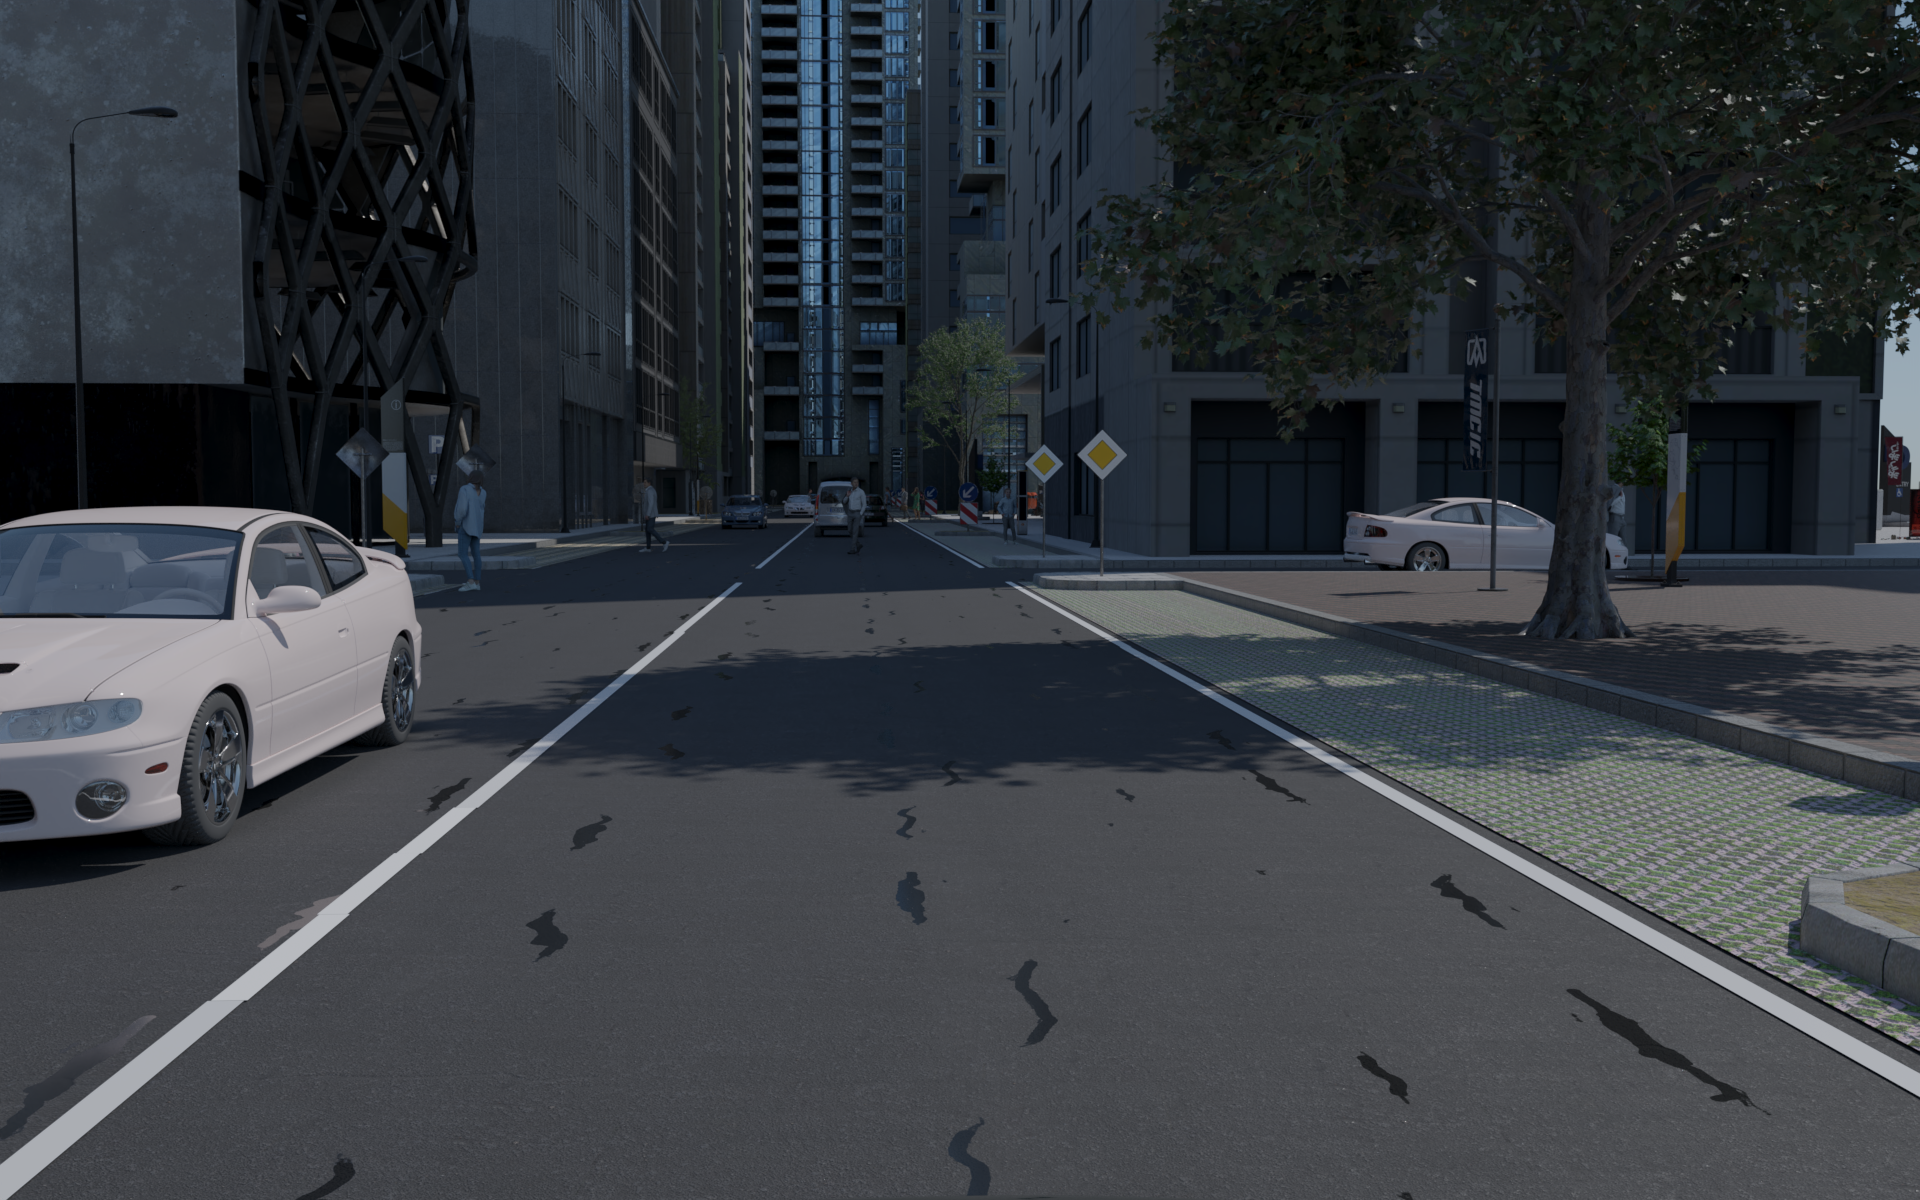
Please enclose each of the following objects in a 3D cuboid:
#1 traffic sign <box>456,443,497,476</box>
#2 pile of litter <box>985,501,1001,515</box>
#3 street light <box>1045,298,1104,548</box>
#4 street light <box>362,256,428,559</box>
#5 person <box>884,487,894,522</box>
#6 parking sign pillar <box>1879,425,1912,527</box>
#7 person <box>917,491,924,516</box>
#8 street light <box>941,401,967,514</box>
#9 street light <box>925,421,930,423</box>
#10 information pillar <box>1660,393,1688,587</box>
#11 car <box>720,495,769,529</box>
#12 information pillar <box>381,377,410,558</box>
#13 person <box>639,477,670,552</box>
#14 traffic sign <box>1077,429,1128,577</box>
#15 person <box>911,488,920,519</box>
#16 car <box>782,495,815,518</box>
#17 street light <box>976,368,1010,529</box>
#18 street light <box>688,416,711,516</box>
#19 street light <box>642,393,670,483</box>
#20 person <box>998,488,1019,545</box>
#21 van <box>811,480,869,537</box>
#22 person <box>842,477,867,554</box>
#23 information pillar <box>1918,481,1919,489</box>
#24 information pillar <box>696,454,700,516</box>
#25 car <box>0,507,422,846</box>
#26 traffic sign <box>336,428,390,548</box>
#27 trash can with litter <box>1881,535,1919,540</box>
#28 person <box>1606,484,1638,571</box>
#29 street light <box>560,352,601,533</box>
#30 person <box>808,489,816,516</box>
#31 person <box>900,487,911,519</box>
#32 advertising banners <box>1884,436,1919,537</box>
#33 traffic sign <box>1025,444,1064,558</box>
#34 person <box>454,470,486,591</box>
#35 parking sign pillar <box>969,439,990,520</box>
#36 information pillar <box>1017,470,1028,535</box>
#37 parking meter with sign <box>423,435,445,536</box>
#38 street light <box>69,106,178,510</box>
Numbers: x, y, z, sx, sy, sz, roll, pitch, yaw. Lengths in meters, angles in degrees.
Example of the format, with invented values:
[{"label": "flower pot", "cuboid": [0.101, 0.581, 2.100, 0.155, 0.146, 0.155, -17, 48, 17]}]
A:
[{"label": "traffic sign", "cuboid": [-9.533, -1.867, 34.161, 0.795, 2.450, 0.064, 0, 4, -4]}, {"label": "pile of litter", "cuboid": [2.081, -5.796, 108.722, 1.176, 0.858, 1.719, 1, 4, 16]}, {"label": "street light", "cuboid": [2.723, -4.202, 41.246, 1.470, 5.913, 1.316, 0, 4, -4]}, {"label": "street light", "cuboid": [-11.065, -3.752, 33.880, 1.470, 5.913, 1.316, 0, 4, -4]}, {"label": "person", "cuboid": [-3.604, -4.826, 87.498, 0.778, 1.811, 0.616, 3, 4, 38]}, {"label": "parking sign pillar", "cuboid": [36.609, -4.852, 67.794, 1.447, 3.967, 1.447, -2, 4, -25]}, {"label": "person", "cuboid": [-2.594, -6.177, 110.956, 0.593, 1.643, 0.415, -1, 4, -11]}, {"label": "street light", "cuboid": [-0.222, -6.996, 86.919, 1.470, 5.913, 1.316, 0, 4, -4]}, {"label": "street light", "cuboid": [-1.532, -8.402, 109.918, 1.470, 5.913, 1.316, 0, 4, -4]}, {"label": "information pillar", "cuboid": [9.858, -1.985, 23.816, 0.183, 3.616, 0.504, 0, 4, 3]}, {"label": "car", "cuboid": [-8.974, -3.687, 72.282, 2.014, 1.417, 4.499, 0, 4, -4]}, {"label": "information pillar", "cuboid": [-11.360, -2.658, 34.807, 0.504, 3.616, 0.183, 0, 4, 6]}, {"label": "person", "cuboid": [-7.539, -2.099, 42.662, 0.795, 1.843, 0.661, 0, 4, -1]}, {"label": "traffic sign", "cuboid": [2.202, -1.422, 26.891, 0.795, 2.450, 0.064, 0, 4, -4]}, {"label": "person", "cuboid": [-2.389, -5.338, 96.021, 0.529, 1.795, 0.600, -2, 4, -34]}, {"label": "car", "cuboid": [-9.931, -5.794, 107.099, 2.083, 1.381, 4.827, 0, 4, -5]}, {"label": "street light", "cuboid": [1.277, -5.599, 64.084, 1.470, 5.913, 1.316, 0, 4, -4]}, {"label": "street light", "cuboid": [-15.397, -7.950, 102.530, 1.470, 5.913, 1.316, 0, 4, -4]}, {"label": "street light", "cuboid": [-14.040, -6.553, 79.686, 1.470, 5.913, 1.316, 0, 4, -4]}, {"label": "person", "cuboid": [1.350, -2.344, 48.632, 0.589, 1.601, 0.330, 0, 4, -5]}, {"label": "van", "cuboid": [-4.101, -3.178, 58.967, 2.013, 2.044, 4.112, 0, 4, -3]}, {"label": "person", "cuboid": [-2.549, -2.016, 41.556, 0.679, 1.850, 0.850, 2, 4, 25]}, {"label": "information pillar", "cuboid": [55.753, -5.868, 100.441, 0.304, 2.012, 0.304, 2, 4, 24]}, {"label": "information pillar", "cuboid": [-15.320, -6.725, 101.301, 0.183, 3.616, 0.504, 0, 4, -4]}, {"label": "car", "cuboid": [-4.033, 0.234, 8.530, 2.083, 1.381, 4.827, 0, 4, -3]}, {"label": "traffic sign", "cuboid": [-9.021, -1.379, 26.192, 0.795, 2.450, 0.064, 0, 4, -4]}, {"label": "trash can with litter", "cuboid": [26.878, -2.306, 48.754, 2.233, 1.210, 1.678, 0, 4, -4]}, {"label": "person", "cuboid": [12.065, -1.427, 31.930, 0.850, 1.850, 0.679, 2, 4, 34]}, {"label": "street light", "cuboid": [-12.424, -5.149, 56.724, 1.470, 5.913, 1.316, 0, 4, -4]}, {"label": "person", "cuboid": [-9.480, -6.245, 111.129, 0.750, 1.759, 0.617, 0, 4, 6]}, {"label": "person", "cuboid": [-3.179, -5.499, 98.530, 0.853, 1.813, 0.709, -3, 4, -38]}, {"label": "advertising banners", "cuboid": [28.789, -3.409, 51.918, 0.090, 3.025, 2.074, -3, 5, -45]}, {"label": "traffic sign", "cuboid": [1.689, -1.909, 34.859, 0.795, 2.450, 0.064, 0, 4, -4]}, {"label": "person", "cuboid": [-7.270, -1.040, 25.774, 0.793, 1.790, 0.793, 0, 4, -8]}, {"label": "parking sign pillar", "cuboid": [0.767, -5.902, 84.975, 1.447, 3.967, 1.447, -1, 4, -13]}, {"label": "information pillar", "cuboid": [1.932, -3.023, 53.916, 0.304, 2.012, 0.304, 0, 4, -6]}, {"label": "parking meter with sign", "cuboid": [-15.833, -3.412, 52.049, 0.543, 3.016, 1.738, -2, 4, -27]}, {"label": "street light", "cuboid": [-10.071, -2.956, 20.878, 1.470, 5.913, 1.316, 0, 4, -4]}]
